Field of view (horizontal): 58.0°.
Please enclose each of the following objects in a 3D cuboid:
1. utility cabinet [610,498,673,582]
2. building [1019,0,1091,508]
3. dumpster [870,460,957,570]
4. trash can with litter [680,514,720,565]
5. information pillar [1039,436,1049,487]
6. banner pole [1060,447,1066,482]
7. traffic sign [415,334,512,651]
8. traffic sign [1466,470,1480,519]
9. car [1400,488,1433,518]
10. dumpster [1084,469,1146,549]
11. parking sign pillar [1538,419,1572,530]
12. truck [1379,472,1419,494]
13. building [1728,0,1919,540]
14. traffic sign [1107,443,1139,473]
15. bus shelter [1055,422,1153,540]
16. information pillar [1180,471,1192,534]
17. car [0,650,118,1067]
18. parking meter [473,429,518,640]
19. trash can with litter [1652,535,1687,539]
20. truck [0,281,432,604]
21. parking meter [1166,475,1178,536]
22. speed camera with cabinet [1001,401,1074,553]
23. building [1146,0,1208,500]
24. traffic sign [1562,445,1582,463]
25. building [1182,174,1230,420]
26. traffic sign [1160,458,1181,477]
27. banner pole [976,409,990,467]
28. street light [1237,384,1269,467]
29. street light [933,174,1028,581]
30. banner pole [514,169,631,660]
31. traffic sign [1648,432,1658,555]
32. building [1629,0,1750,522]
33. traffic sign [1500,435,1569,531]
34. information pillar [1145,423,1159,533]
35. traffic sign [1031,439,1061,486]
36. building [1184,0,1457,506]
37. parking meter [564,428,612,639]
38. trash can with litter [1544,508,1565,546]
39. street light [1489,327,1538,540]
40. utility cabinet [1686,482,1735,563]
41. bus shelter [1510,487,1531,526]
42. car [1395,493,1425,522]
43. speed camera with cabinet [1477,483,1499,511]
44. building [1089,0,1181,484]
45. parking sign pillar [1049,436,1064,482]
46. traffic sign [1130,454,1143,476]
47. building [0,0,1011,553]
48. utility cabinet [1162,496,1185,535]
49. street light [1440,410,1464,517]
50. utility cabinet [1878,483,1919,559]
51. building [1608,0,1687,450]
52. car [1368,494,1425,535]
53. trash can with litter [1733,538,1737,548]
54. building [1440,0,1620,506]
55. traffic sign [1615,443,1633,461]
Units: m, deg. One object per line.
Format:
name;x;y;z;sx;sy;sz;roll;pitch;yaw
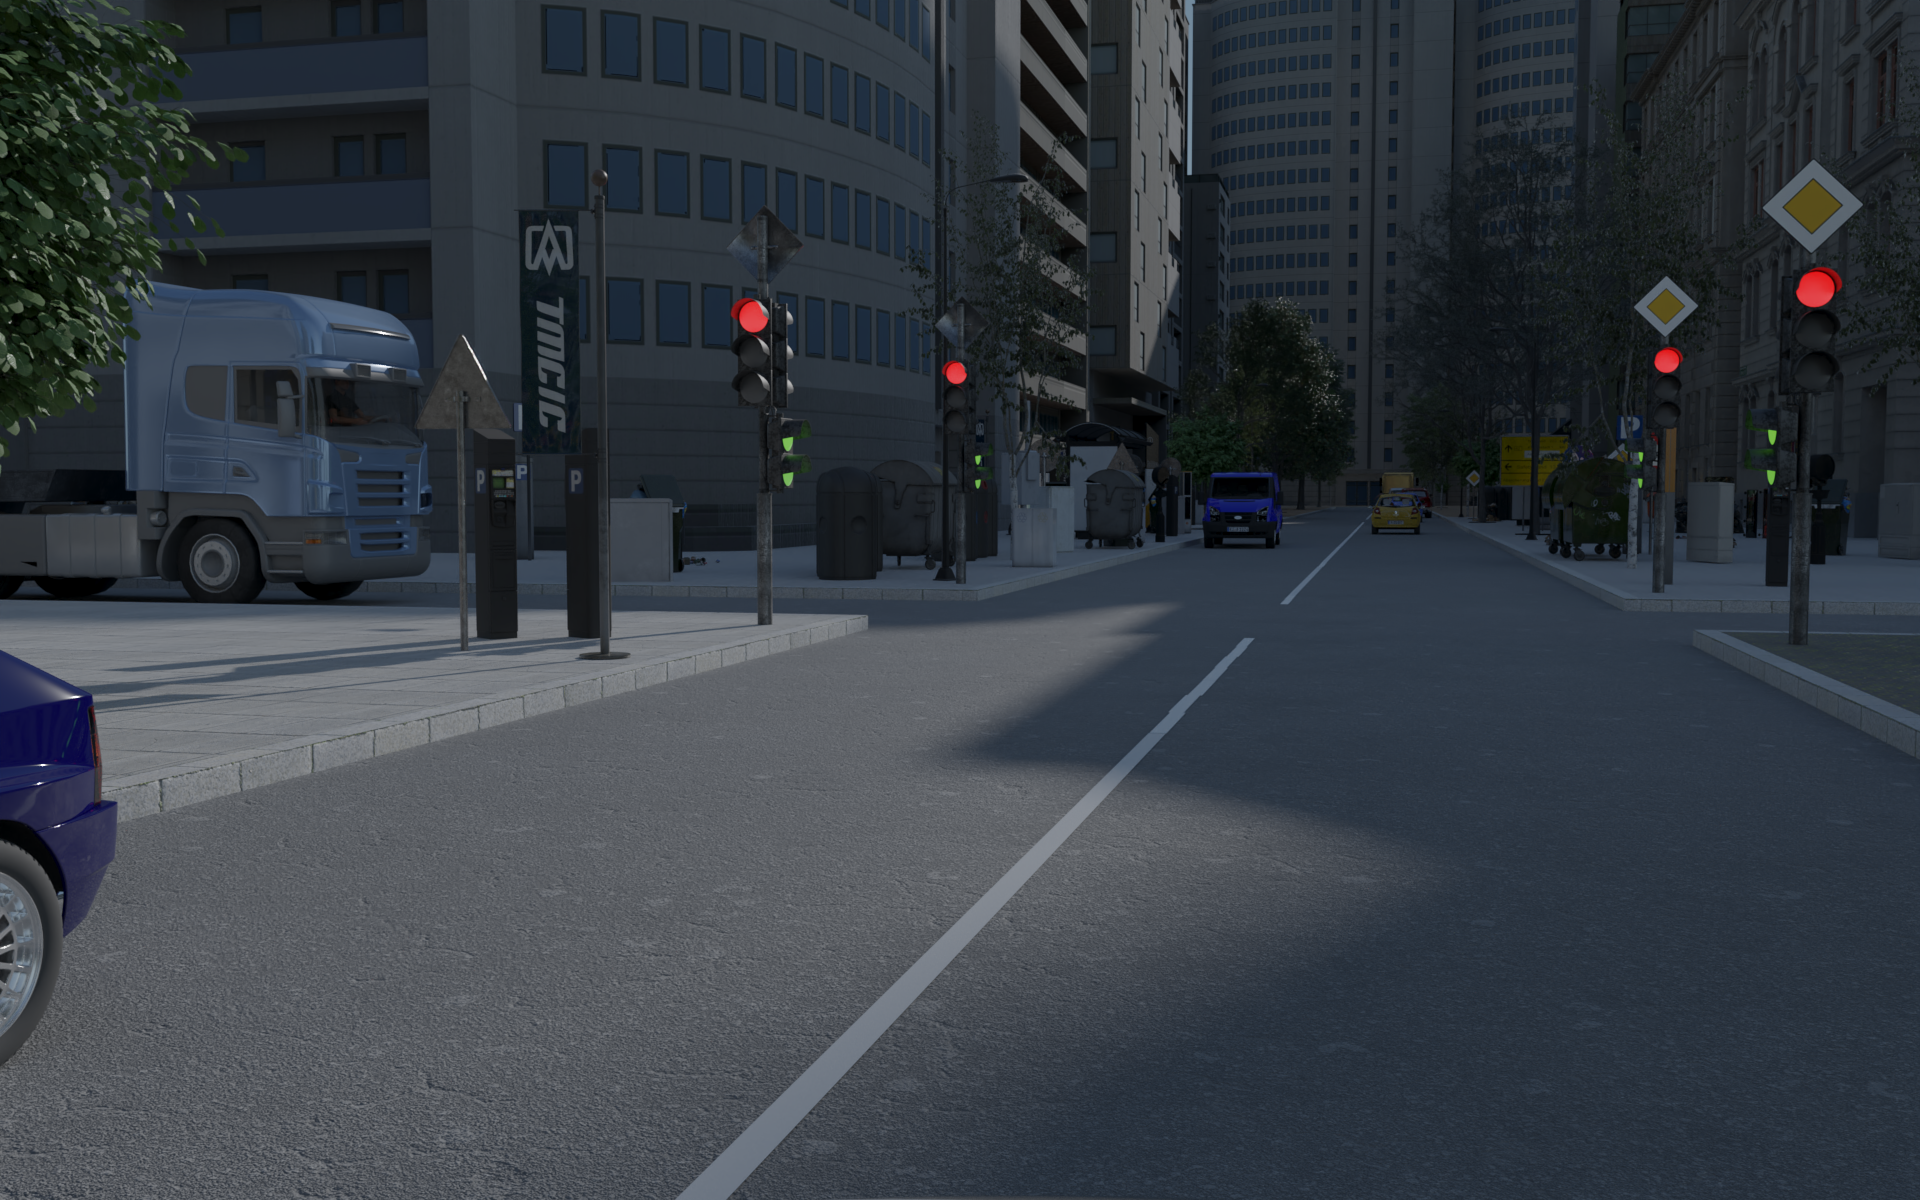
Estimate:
utility cabinet;-4.744;-0.872;25.418;1.020;1.237;0.306;0;4;-1
building;-5.589;-28.450;88.867;21.300;48.544;21.600;1;4;14
dumpster;-0.829;-1.483;30.004;1.264;1.857;1.865;1;4;14
trash can with litter;-5.237;-1.278;31.947;1.678;1.210;2.233;-1;4;-20
information pillar;3.339;-4.725;68.602;0.504;3.616;0.183;3;5;40
banner pole;4.758;-5.574;81.147;0.863;3.779;0.401;3;5;40
traffic sign;-4.060;-0.863;14.116;0.884;2.594;0.081;1;4;16
traffic sign;24.619;-5.002;82.975;0.795;2.450;0.064;1;4;18
car;27.401;-5.866;104.587;2.281;1.827;5.304;1;4;13
dumpster;3.646;-2.148;40.872;1.264;1.857;1.865;1;4;14
parking sign pillar;21.167;-4.493;61.938;1.447;3.967;1.447;-1;4;-18
truck;38.624;-9.584;152.625;3.469;3.379;9.791;1;4;15
building;33.907;-16.393;55.408;14.401;28.519;23.554;1;4;14
traffic sign;4.087;-2.680;43.829;0.884;2.594;0.081;1;4;20
bus shelter;4.330;-3.504;51.210;2.014;3.302;5.546;1;4;14
information pillar;7.327;-3.166;56.263;0.304;2.012;0.304;-1;4;-16
car;-3.562;0.576;3.164;1.945;1.354;3.894;1;4;16
parking meter;-4.127;-0.592;15.398;0.255;1.863;0.399;-3;4;-39
trash can with litter;20.957;-2.357;49.594;2.233;1.210;1.678;1;4;20
truck;-15.638;-2.110;24.261;18.799;4.110;2.967;1;4;16
parking meter;6.437;-2.864;52.533;0.255;1.863;0.399;2;4;30
speed camera with cabinet;1.695;-2.635;37.413;0.660;3.252;2.038;3;4;37
building;9.349;-42.782;137.744;20.563;71.187;20.611;1;4;14
traffic sign;15.973;-2.736;44.841;0.768;2.556;0.104;1;4;19
building;17.561;-23.747;159.972;14.107;30.474;14.160;1;4;14
traffic sign;7.328;-3.689;60.426;0.768;2.556;0.104;1;4;21
banner pole;0.679;-3.735;51.077;0.401;3.779;0.863;2;4;35
street light;12.278;-6.150;73.097;1.470;5.913;1.316;1;4;14
street light;0.307;-3.233;25.397;1.470;5.913;1.316;1;4;14
banner pole;-3.015;-1.434;13.471;0.863;3.779;0.401;0;4;0
traffic sign;14.607;-2.238;36.588;0.884;2.594;0.081;1;4;14
building;38.790;-17.268;79.587;12.463;27.353;25.104;1;4;14
traffic sign;19.858;-4.041;59.939;2.265;3.308;0.079;1;4;14
information pillar;6.335;-4.035;57.323;0.504;3.616;0.183;-2;4;-27
traffic sign;1.932;-2.433;39.889;0.768;2.556;0.104;1;4;16
building;40.770;-40.043;196.707;28.212;58.520;21.231;1;4;14
parking meter;-3.331;-0.599;15.502;0.399;1.863;0.255;3;5;44
trash can with litter;14.801;-1.937;43.057;0.624;1.170;1.055;0;4;-1
street light;15.416;-4.632;48.268;1.470;5.913;1.316;1;4;14
utility cabinet;14.040;-1.451;32.397;0.318;1.500;1.173;0;4;-4
bus shelter;22.563;-4.521;67.847;2.014;3.302;5.546;1;4;14
car;22.836;-4.844;88.783;1.945;1.707;3.694;1;4;14
speed camera with cabinet;29.033;-6.095;93.996;2.038;3.252;0.660;-2;4;-29
building;0.044;-32.198;115.672;28.713;52.752;27.495;1;4;14
parking sign pillar;4.137;-5.564;79.443;1.447;3.967;1.447;3;5;43
traffic sign;5.485;-3.399;55.688;0.768;2.556;0.104;1;4;20
building;-11.400;-31.091;50.335;21.231;58.520;28.212;1;4;14
utility cabinet;6.727;-2.673;54.865;0.306;1.237;1.020;3;5;40
street light;27.095;-7.514;95.391;1.470;5.913;1.316;1;4;14
utility cabinet;18.654;-1.568;34.313;0.318;1.500;1.173;0;4;0
building;44.719;-20.061;99.697;14.160;30.474;14.107;1;4;14
car;15.788;-3.208;62.668;2.015;1.641;3.980;1;4;14
trash can with litter;18.296;-1.843;41.521;0.624;1.170;1.055;0;4;-4
building;68.152;-39.580;189.136;28.212;58.520;21.231;1;4;14
traffic sign;14.906;-2.314;39.019;0.795;2.450;0.064;1;4;17
